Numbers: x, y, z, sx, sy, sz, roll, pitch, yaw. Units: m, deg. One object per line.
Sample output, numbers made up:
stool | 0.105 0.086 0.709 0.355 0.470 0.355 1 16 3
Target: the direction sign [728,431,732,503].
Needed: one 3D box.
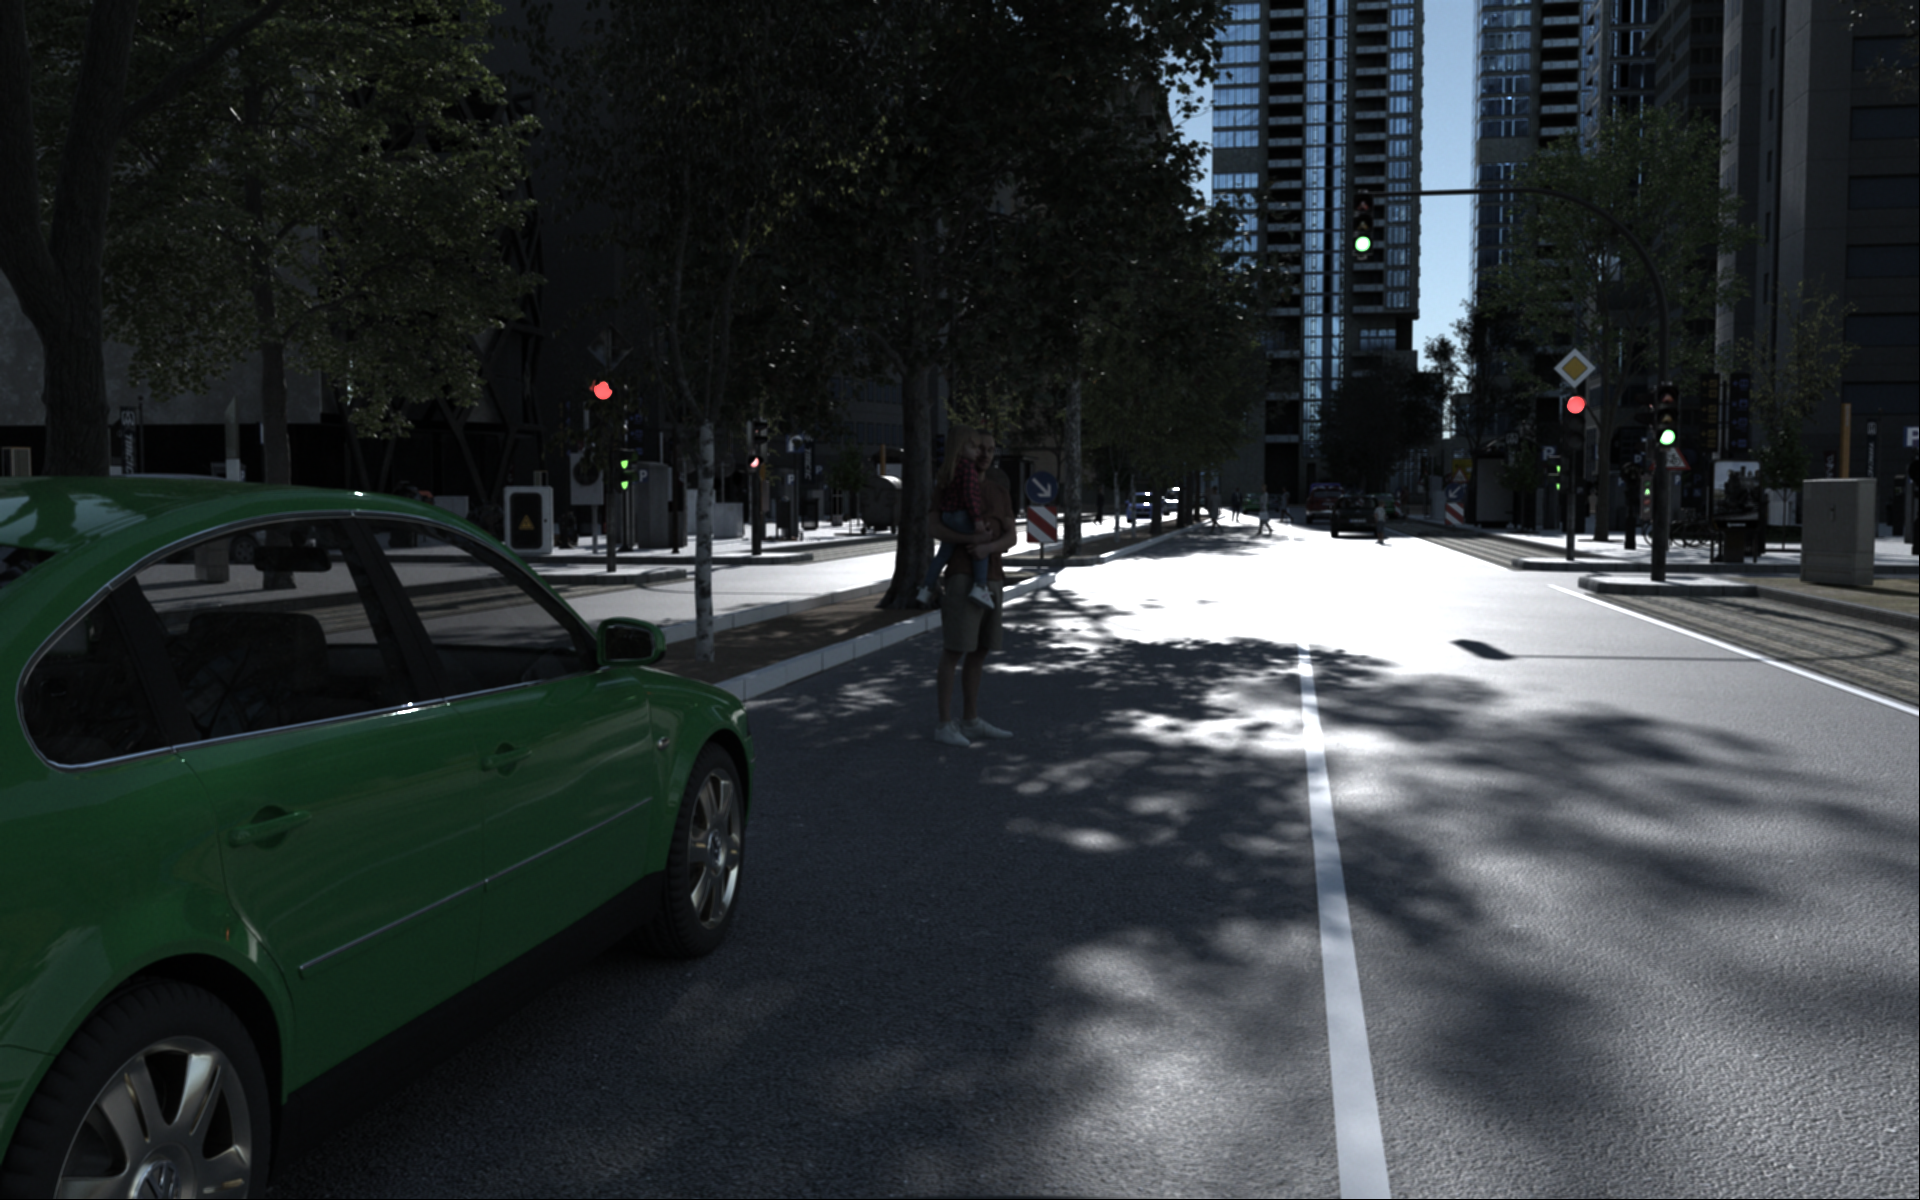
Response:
direction sign | -8.050 -4.206 60.757 0.379 3.537 0.876 0 4 0

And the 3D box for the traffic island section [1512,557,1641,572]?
traffic island section | 11.807 -0.683 33.450 2.009 0.180 2.903 1 4 11

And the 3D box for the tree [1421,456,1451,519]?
tree | 24.371 -5.744 88.513 1.663 3.219 1.824 0 3 0

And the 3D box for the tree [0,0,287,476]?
tree | -3.716 -4.815 6.940 9.928 11.665 9.643 0 3 0

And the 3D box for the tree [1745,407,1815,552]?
tree | 18.443 -2.693 38.627 1.663 3.219 1.824 0 3 0

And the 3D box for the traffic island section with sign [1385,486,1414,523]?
traffic island section with sign | 21.651 -4.710 85.637 1.989 1.847 2.006 1 4 11

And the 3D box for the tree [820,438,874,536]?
tree | -3.322 -3.631 53.963 1.663 3.219 1.824 0 3 0

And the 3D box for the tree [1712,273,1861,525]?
tree | 27.631 -6.564 57.680 4.360 8.622 3.978 0 3 0

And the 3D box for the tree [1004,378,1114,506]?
tree | 6.018 -10.303 102.866 7.601 10.594 8.767 1 4 13

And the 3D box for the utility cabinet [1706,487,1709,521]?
utility cabinet | 23.735 -2.760 53.808 0.318 1.500 1.173 -1 4 -17

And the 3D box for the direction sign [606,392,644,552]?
direction sign | -7.463 -2.843 38.481 0.876 3.537 0.379 -1 4 -13

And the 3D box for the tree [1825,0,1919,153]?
tree | 10.382 -6.268 12.860 12.009 13.543 11.850 0 3 0

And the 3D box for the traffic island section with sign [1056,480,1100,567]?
traffic island section with sign | 1.747 -1.643 34.994 2.006 1.907 1.989 1 4 11

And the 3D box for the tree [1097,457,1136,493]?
tree | 13.494 -10.050 148.028 4.285 4.588 4.351 0 3 0

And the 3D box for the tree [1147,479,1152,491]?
tree | 20.918 -11.717 186.168 1.663 3.219 1.824 0 3 0

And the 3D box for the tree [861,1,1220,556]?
tree | 1.518 -11.102 39.856 12.611 20.169 13.585 0 3 0

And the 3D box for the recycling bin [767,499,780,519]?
recycling bin | -9.643 -4.774 90.607 0.722 1.027 0.722 -2 4 -24

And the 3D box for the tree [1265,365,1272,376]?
tree | 12.720 -10.014 91.933 9.928 11.665 9.643 0 3 0

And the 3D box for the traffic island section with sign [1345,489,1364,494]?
traffic island section with sign | 30.663 -7.634 133.450 1.989 1.847 2.006 1 4 11

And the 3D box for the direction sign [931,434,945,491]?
direction sign | -0.998 -4.521 65.917 0.876 3.537 0.379 1 4 19

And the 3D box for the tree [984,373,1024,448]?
tree | 1.414 -8.206 84.537 4.360 8.622 3.978 0 3 0

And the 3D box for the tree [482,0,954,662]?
tree | -2.149 -3.788 14.751 4.360 8.622 3.978 0 3 0

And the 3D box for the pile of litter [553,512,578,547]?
pile of litter | -10.007 -1.776 43.003 1.176 0.858 1.719 0 4 4

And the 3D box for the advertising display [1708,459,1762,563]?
advertising display | 14.358 -1.645 32.103 0.974 1.923 0.123 0 4 -6

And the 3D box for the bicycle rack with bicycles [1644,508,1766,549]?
bicycle rack with bicycles | 18.053 -1.736 41.763 2.925 0.926 2.852 1 4 14

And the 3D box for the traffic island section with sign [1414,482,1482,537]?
traffic island section with sign | 16.610 -3.070 58.829 1.989 1.847 2.006 1 4 11

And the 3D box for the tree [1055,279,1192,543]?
tree | 5.670 -6.315 56.073 4.737 8.622 4.395 0 3 0

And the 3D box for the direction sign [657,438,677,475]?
direction sign | -11.781 -4.756 69.759 0.876 3.537 0.379 1 4 20

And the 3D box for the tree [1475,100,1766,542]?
tree | 17.385 -7.374 46.317 9.928 11.665 9.643 0 3 0

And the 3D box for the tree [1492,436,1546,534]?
tree | 18.415 -3.773 56.289 1.663 3.219 1.824 0 3 0

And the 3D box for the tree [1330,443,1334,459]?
tree | 40.197 -14.317 168.493 8.767 10.594 7.601 1 4 17

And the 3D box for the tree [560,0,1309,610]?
tree | -0.534 -6.242 21.520 9.611 12.733 9.660 0 3 0

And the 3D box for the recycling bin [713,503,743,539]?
recycling bin | -6.727 -2.305 50.247 0.722 1.027 0.722 1 4 9

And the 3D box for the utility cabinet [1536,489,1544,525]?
utility cabinet | 23.448 -3.735 69.741 1.173 1.500 0.318 3 5 40

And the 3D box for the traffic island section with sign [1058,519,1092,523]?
traffic island section with sign | 5.634 -4.823 87.480 1.989 1.847 2.006 1 4 11

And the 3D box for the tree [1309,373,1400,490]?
tree | 41.206 -16.614 178.286 9.857 13.997 8.962 0 3 0

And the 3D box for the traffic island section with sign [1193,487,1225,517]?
traffic island section with sign | 15.649 -6.159 108.840 2.006 1.907 1.989 1 4 11

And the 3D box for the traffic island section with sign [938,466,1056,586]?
traffic island section with sign | 0.366 -1.198 27.716 2.006 1.907 1.989 1 4 11

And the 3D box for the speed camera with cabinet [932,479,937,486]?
speed camera with cabinet | -0.650 -6.926 107.576 2.038 3.252 0.660 2 4 24

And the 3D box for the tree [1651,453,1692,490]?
tree | 29.811 -4.768 72.551 1.663 3.219 1.824 0 3 0

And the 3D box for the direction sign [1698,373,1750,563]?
direction sign | 14.315 -2.478 32.510 0.876 3.537 0.379 1 4 10

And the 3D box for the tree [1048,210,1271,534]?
tree | 6.982 -8.650 62.015 7.486 12.596 7.792 0 3 0

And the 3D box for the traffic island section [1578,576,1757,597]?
traffic island section | 10.329 -0.203 25.603 2.009 0.180 2.903 1 4 11

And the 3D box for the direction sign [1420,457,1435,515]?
direction sign | 28.557 -6.961 105.807 0.876 3.537 0.379 0 4 1

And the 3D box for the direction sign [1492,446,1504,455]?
direction sign | 25.259 -5.473 81.486 0.876 3.537 0.379 -2 4 -31

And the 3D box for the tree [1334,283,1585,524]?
tree | 22.114 -8.549 74.192 8.767 10.594 7.601 -2 4 -33

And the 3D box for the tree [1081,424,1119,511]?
tree | 10.586 -11.044 130.926 4.360 8.622 3.978 0 3 0

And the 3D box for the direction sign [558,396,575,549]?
direction sign | -9.224 -2.967 40.507 0.379 3.537 0.876 -2 4 -31

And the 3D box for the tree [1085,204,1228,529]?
tree | 9.176 -9.709 71.576 12.009 13.543 11.850 0 3 0

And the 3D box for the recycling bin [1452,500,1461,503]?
recycling bin | 29.492 -5.480 102.152 0.722 1.027 0.722 2 4 34

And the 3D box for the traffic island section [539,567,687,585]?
traffic island section | -5.779 -0.388 28.631 2.009 0.180 2.903 1 4 11

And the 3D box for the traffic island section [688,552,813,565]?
traffic island section | -4.301 -0.868 36.478 2.009 0.180 2.903 1 4 11

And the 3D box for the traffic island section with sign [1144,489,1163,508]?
traffic island section with sign | 14.867 -7.816 136.424 1.989 1.847 2.006 1 4 11

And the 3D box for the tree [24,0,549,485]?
tree | -9.655 -6.419 23.081 7.486 12.596 7.792 0 3 0
